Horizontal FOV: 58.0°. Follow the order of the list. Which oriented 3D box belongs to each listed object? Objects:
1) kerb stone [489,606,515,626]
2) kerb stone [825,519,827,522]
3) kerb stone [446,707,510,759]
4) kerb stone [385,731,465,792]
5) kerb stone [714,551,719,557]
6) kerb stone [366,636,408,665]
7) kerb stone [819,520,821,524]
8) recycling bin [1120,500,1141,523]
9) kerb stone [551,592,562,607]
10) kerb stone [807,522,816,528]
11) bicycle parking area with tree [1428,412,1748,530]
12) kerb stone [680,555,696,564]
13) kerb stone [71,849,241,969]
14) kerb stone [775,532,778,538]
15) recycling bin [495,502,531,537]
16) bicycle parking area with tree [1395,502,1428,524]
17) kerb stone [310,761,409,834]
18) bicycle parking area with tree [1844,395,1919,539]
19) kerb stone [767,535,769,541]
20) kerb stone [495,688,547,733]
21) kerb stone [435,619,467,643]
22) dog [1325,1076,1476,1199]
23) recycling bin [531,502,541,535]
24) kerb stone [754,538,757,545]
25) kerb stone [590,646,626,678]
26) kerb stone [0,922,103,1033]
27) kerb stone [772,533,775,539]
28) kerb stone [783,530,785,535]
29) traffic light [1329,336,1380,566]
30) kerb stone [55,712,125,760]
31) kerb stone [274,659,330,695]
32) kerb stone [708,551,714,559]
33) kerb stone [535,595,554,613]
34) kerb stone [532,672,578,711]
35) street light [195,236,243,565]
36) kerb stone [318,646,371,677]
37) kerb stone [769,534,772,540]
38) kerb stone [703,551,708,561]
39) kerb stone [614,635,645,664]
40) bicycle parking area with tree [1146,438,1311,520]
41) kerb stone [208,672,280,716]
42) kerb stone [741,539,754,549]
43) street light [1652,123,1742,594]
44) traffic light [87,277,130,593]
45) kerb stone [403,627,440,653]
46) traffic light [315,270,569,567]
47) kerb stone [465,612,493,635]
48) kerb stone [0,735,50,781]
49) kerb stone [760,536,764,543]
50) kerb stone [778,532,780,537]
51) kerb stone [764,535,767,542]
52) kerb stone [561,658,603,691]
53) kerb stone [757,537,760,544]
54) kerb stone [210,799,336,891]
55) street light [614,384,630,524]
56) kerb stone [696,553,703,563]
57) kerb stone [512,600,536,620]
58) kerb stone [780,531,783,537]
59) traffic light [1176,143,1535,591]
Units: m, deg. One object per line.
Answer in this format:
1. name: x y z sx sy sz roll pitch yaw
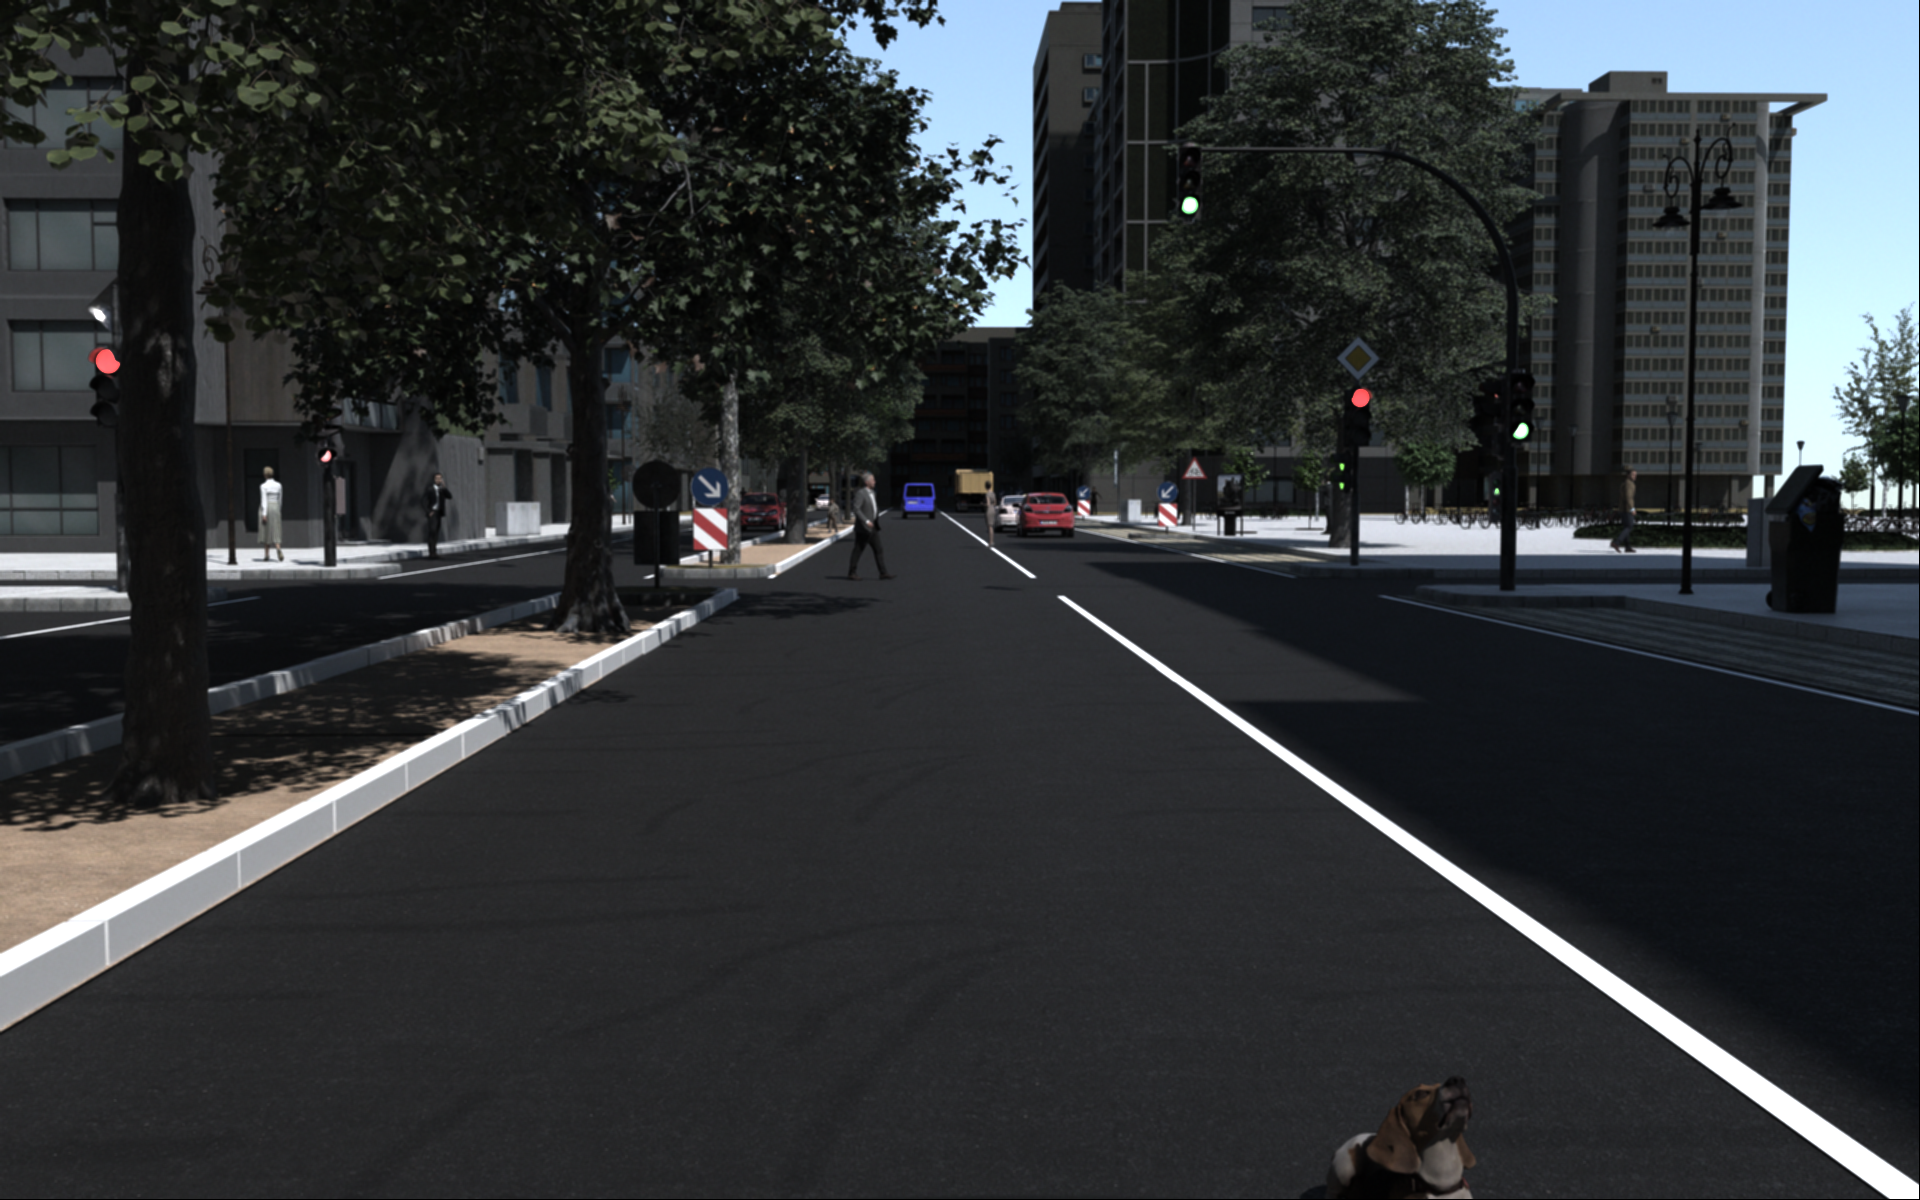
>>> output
1. kerb stone: -5.083 0.197 18.976 0.120 0.150 1.000 0 4 -1
2. kerb stone: -6.769 -3.850 85.139 0.120 0.150 1.000 0 4 -1
3. kerb stone: -2.741 0.757 9.816 0.120 0.150 1.000 0 4 -1
4. kerb stone: -2.718 0.820 8.788 0.120 0.150 1.000 0 4 -1
5. kerb stone: -5.588 -1.026 38.965 0.120 0.150 1.000 0 4 -1
6. kerb stone: -4.975 0.447 14.881 0.120 0.150 1.000 0 4 -1
7. kerb stone: -6.642 -3.535 79.997 0.120 0.150 1.000 0 4 -1
8. recycling bin: 7.731 -4.036 78.550 0.722 1.027 0.722 -2 4 -28
9. kerb stone: -5.160 0.008 22.061 0.120 0.150 1.000 0 4 -1
10. kerb stone: -6.523 -3.284 75.888 0.120 0.150 1.000 0 4 -1
11. bicycle parking area with tree: 23.434 -4.641 62.881 9.016 4.147 8.231 -2 4 -26
12. kerb stone: -5.480 -0.775 34.861 0.120 0.150 1.000 0 4 -1
13. kerb stone: -2.640 1.008 5.720 0.120 0.150 1.000 0 4 -1
14. kerb stone: -6.015 -2.028 55.384 0.120 0.150 1.000 0 4 -1
15. recycling bin: -13.609 -2.447 52.559 0.722 1.027 0.722 3 5 42
16. bicycle parking area with tree: 23.756 -5.315 73.902 9.016 4.147 8.231 -2 4 -31
17. kerb stone: -2.692 0.884 7.767 0.120 0.150 1.000 0 4 -1
18. bicycle parking area with tree: 27.373 -3.721 47.838 9.016 4.147 8.231 1 4 18
19. kerb stone: -5.933 -1.842 52.307 0.120 0.150 1.000 0 4 -1
20. kerb stone: -2.768 0.700 10.838 0.120 0.150 1.000 0 4 -1
21. kerb stone: -5.033 0.322 16.928 0.120 0.150 1.000 0 4 -1
22. dog: 0.928 1.034 3.282 0.550 0.427 0.748 3 4 39
23. recycling bin: -13.571 -2.558 54.369 0.722 1.027 0.722 -1 4 -19
24. kerb stone: -5.822 -1.583 48.196 0.120 0.150 1.000 0 4 -1
25. kerb stone: -2.851 0.506 13.918 0.120 0.150 1.000 0 4 -1
26. kerb stone: -2.613 1.070 4.698 0.120 0.150 1.000 0 4 -1
27. kerb stone: -5.980 -1.967 54.356 0.120 0.150 1.000 0 4 -1
28. kerb stone: -6.088 -2.214 58.453 0.120 0.150 1.000 0 4 -1
29. traffic light: 7.057 -2.570 30.942 0.839 4.253 0.868 0 4 -1
30. kerb stone: -4.845 0.762 9.757 0.120 0.150 1.000 0 4 -1
31. kerb stone: -4.920 0.577 12.832 0.120 0.150 1.000 0 4 -1
32. kerb stone: -5.563 -0.963 37.943 0.120 0.150 1.000 0 4 -1
33. kerb stone: -5.125 0.075 21.025 0.120 0.150 1.000 0 4 -1
34. kerb stone: -2.798 0.636 11.872 0.120 0.150 1.000 0 4 -1
35. street light: -13.221 -3.578 31.295 0.468 5.910 1.993 0 4 -1
36. kerb stone: -4.956 0.510 13.859 0.120 0.150 1.000 0 4 -1
37. kerb stone: -5.959 -1.904 53.329 0.120 0.150 1.000 0 4 -1
38. kerb stone: -5.536 -0.901 36.919 0.120 0.150 1.000 0 4 -1
39. kerb stone: -2.875 0.444 14.939 0.120 0.150 1.000 0 4 -1
40. bicycle parking area with tree: 13.823 -6.292 89.875 8.231 4.147 9.016 0 4 5
41. kerb stone: -4.900 0.638 11.806 0.120 0.150 1.000 0 4 -1
42. kerb stone: -5.800 -1.522 47.174 0.120 0.150 1.000 0 4 -1
43. street light: 9.337 -3.016 22.097 0.468 5.910 1.993 0 4 -1
44. traffic light: -10.894 -2.053 22.481 0.839 4.253 0.868 0 4 -1
45. kerb stone: -4.998 0.385 15.903 0.120 0.150 1.000 0 4 -1
46. traffic light: -9.009 -3.418 30.552 4.771 5.953 1.251 0 4 -1
47. kerb stone: -5.050 0.261 17.955 0.120 0.150 1.000 0 4 -1
48. kerb stone: -4.819 0.823 8.736 0.120 0.150 1.000 0 4 -1
49. kerb stone: -5.877 -1.714 50.244 0.120 0.150 1.000 0 4 -1
50. kerb stone: -6.040 -2.092 56.406 0.120 0.150 1.000 0 4 -1
51. kerb stone: -5.907 -1.779 51.279 0.120 0.150 1.000 0 4 -1
52. kerb stone: -2.831 0.569 12.893 0.120 0.150 1.000 0 4 -1
53. kerb stone: -5.855 -1.647 49.219 0.120 0.150 1.000 0 4 -1
54. kerb stone: -2.668 0.947 6.742 0.120 0.150 1.000 0 4 -1
55. street light: -14.220 -6.137 73.130 0.468 5.910 1.993 0 4 -1
56. kerb stone: -5.509 -0.832 35.897 0.120 0.150 1.000 0 4 -1
57. kerb stone: -5.103 0.134 20.003 0.120 0.150 1.000 0 4 -1
58. kerb stone: -6.063 -2.154 57.431 0.120 0.150 1.000 0 4 -1
59. traffic light: 5.172 -2.942 22.765 4.771 5.953 1.251 0 4 -1
